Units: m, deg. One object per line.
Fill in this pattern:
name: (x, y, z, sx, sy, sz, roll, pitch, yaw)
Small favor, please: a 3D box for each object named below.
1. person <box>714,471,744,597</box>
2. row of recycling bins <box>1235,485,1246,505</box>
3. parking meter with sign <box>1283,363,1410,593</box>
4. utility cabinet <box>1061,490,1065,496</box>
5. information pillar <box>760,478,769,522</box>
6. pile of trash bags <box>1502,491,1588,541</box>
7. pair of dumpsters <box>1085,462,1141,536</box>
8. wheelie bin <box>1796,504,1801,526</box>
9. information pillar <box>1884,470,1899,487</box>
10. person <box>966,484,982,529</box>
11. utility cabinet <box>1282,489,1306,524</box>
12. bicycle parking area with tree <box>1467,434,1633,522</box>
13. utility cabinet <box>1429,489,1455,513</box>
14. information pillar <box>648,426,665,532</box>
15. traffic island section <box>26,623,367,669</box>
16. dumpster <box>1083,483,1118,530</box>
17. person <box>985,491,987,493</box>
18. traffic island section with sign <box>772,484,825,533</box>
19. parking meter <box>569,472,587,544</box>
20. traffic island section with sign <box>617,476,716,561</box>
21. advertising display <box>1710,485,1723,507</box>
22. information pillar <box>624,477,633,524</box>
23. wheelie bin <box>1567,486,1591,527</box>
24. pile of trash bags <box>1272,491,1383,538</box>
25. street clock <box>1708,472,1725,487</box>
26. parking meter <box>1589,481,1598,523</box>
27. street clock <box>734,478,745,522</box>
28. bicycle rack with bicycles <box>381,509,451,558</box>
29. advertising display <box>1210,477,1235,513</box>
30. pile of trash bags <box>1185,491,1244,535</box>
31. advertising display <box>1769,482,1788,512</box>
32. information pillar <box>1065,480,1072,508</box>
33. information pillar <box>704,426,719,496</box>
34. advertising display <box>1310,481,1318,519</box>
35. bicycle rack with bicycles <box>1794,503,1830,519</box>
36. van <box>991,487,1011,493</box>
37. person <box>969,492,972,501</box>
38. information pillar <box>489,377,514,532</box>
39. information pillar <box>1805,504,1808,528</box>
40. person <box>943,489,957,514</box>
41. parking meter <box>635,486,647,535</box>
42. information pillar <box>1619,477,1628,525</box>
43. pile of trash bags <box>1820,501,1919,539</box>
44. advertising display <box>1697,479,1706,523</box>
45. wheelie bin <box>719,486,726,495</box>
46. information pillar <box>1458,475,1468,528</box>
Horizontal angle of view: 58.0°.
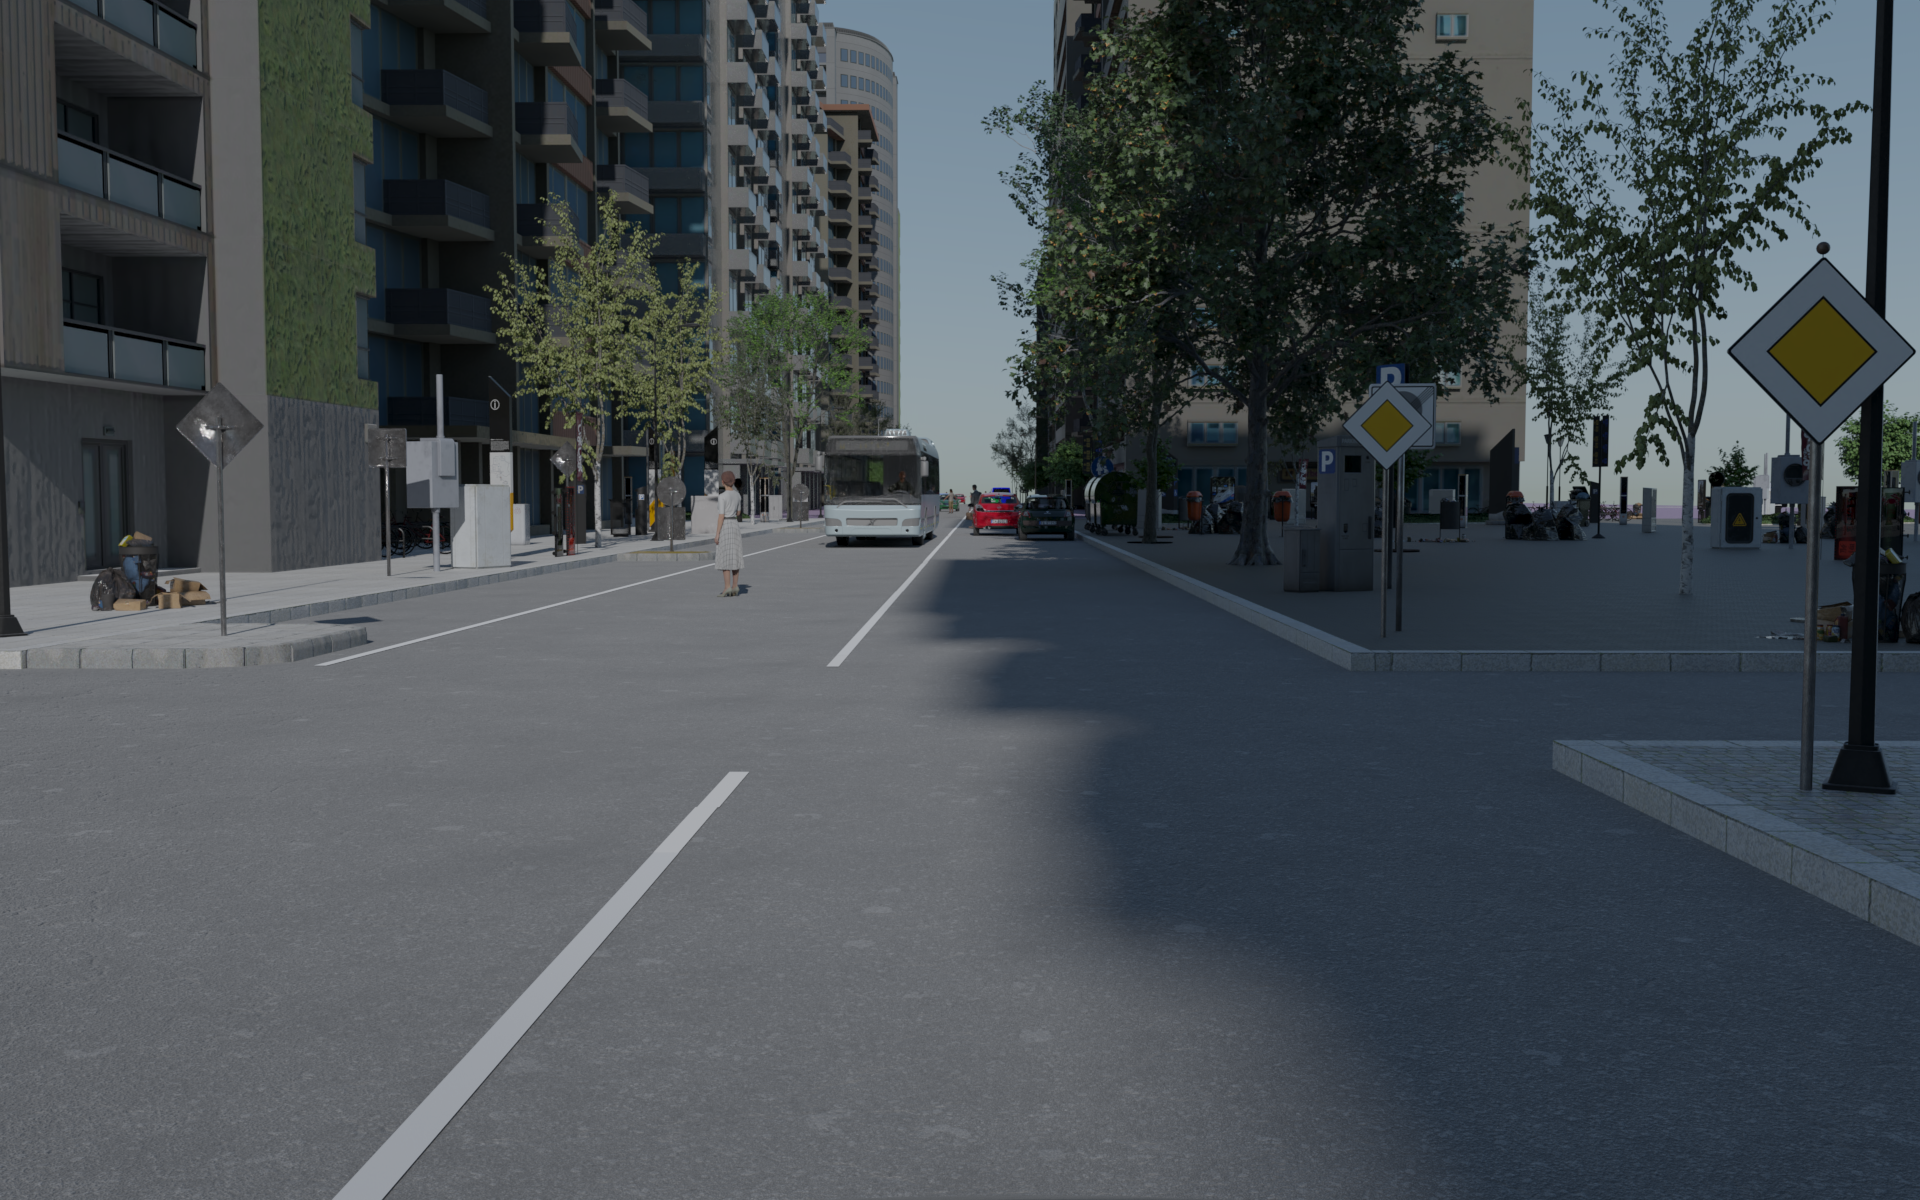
person: (-3.283, -0.925, 24.190, 0.524, 1.755, 0.480, 2, 4, 33)
row of recycling bins: (13.545, -4.743, 84.661, 1.069, 1.692, 3.534, 0, 4, 3)
parking meter with sign: (5.093, -1.632, 22.947, 1.738, 3.016, 0.543, -2, 4, -29)
utility cabinet: (5.362, -4.900, 88.786, 0.318, 1.500, 1.173, 0, 4, -3)
information pillar: (-8.876, -4.536, 78.661, 0.304, 2.012, 0.304, 2, 4, 29)
pile of trash bags: (16.334, -2.414, 49.215, 1.912, 1.369, 3.447, 0, 4, -6)
pair of dumpsters: (4.882, -3.218, 55.115, 1.574, 2.255, 4.437, 0, 4, 1)
wheelie bin: (34.263, -3.790, 69.874, 0.980, 1.594, 0.693, -1, 4, -12)
information pillar: (28.635, -2.985, 53.293, 0.304, 2.012, 0.304, -1, 4, -14)
person: (0.690, -3.847, 71.366, 0.822, 1.834, 0.622, 3, 4, 37)
utility cabinet: (14.232, -3.981, 73.771, 1.173, 1.500, 0.318, -3, 4, -37)
bicycle parking area with tree: (29.068, -6.009, 85.242, 9.016, 4.147, 8.231, 3, 4, 38)
utility cabinet: (23.068, -4.541, 82.921, 1.173, 1.500, 0.318, 3, 4, 37)
information pillar: (-10.309, -4.106, 58.496, 0.504, 3.616, 0.183, 2, 4, 35)
traffic island section: (-6.681, 0.404, 15.670, 2.009, 0.180, 2.903, 0, 4, 1)
dumpster: (5.068, -3.426, 61.768, 1.264, 1.857, 1.865, 0, 4, 1)
person: (3.261, -13.061, 222.055, 0.705, 1.823, 1.348, 1, 4, 11)
traffic island section with sign: (-5.946, -3.442, 64.906, 1.989, 1.847, 2.006, 0, 4, 1)
parking meter: (-9.806, -2.369, 44.451, 0.255, 1.863, 0.399, 3, 5, 39)
traffic island section with sign: (-6.354, -1.794, 37.954, 1.989, 1.847, 2.006, 0, 4, 1)
advertising display: (38.409, -5.037, 87.563, 0.974, 1.923, 0.123, 0, 4, -7)
information pillar: (-14.210, -4.265, 74.229, 0.304, 2.012, 0.304, 0, 4, -5)
wheelie bin: (24.389, -3.689, 68.225, 0.693, 1.594, 0.980, -2, 4, -29)
pile of trash bags: (11.051, -2.567, 51.717, 3.447, 1.369, 1.912, 1, 4, 8)
street clock: (24.355, -3.132, 55.780, 0.471, 2.002, 0.358, 2, 4, 32)
parking meter: (28.178, -4.355, 76.913, 0.399, 1.863, 0.255, 0, 4, 5)
street clock: (-9.994, -4.521, 78.481, 0.471, 2.002, 0.358, 2, 4, 26)
bicycle rack with bicycles: (-12.149, -1.370, 35.777, 2.925, 0.926, 2.852, 0, 4, 4)
advertising display: (9.681, -3.585, 63.835, 0.974, 1.923, 0.123, -1, 4, -19)
pile of trash bags: (8.149, -2.800, 55.528, 1.912, 1.369, 3.447, 2, 4, 33)
advertising display: (42.311, -5.163, 89.632, 0.974, 1.923, 0.123, 1, 4, 9)
information pillar: (5.468, -5.067, 87.336, 0.304, 2.012, 0.304, 0, 4, -1)
information pillar: (-8.462, -4.142, 59.083, 0.504, 3.616, 0.183, 0, 4, -7)
advertising display: (18.137, -5.050, 87.783, 0.123, 1.923, 0.974, -2, 4, -34)
bicycle rack with bicycles: (33.067, -3.231, 66.217, 2.852, 0.926, 2.925, 0, 4, 4)
van: (3.737, -9.523, 160.085, 2.240, 2.365, 5.245, 0, 4, -1)
person: (1.312, -11.778, 202.533, 0.415, 1.643, 0.593, 0, 4, 2)
information pillar: (-9.154, -2.640, 34.525, 0.504, 3.616, 0.183, 1, 4, 19)
information pillar: (23.192, -2.607, 47.116, 0.304, 2.012, 0.304, 1, 4, 16)
person: (-0.689, -7.279, 127.508, 1.348, 1.824, 0.705, -3, 5, -45)
parking meter: (-9.963, -2.794, 54.095, 0.372, 1.533, 0.369, 0, 3, 0)
information pillar: (27.789, -4.161, 72.532, 0.304, 2.012, 0.304, 1, 4, 17)
pile of trash bags: (26.141, -2.408, 49.115, 1.912, 1.369, 3.447, -1, 4, -23)
advertising display: (32.832, -4.371, 76.687, 0.123, 1.923, 0.974, 1, 4, 9)
wheelie bin: (-9.867, -3.862, 71.052, 0.980, 1.594, 0.693, -2, 4, -25)
information pillar: (18.947, -3.717, 65.263, 0.304, 2.012, 0.304, 2, 4, 29)
